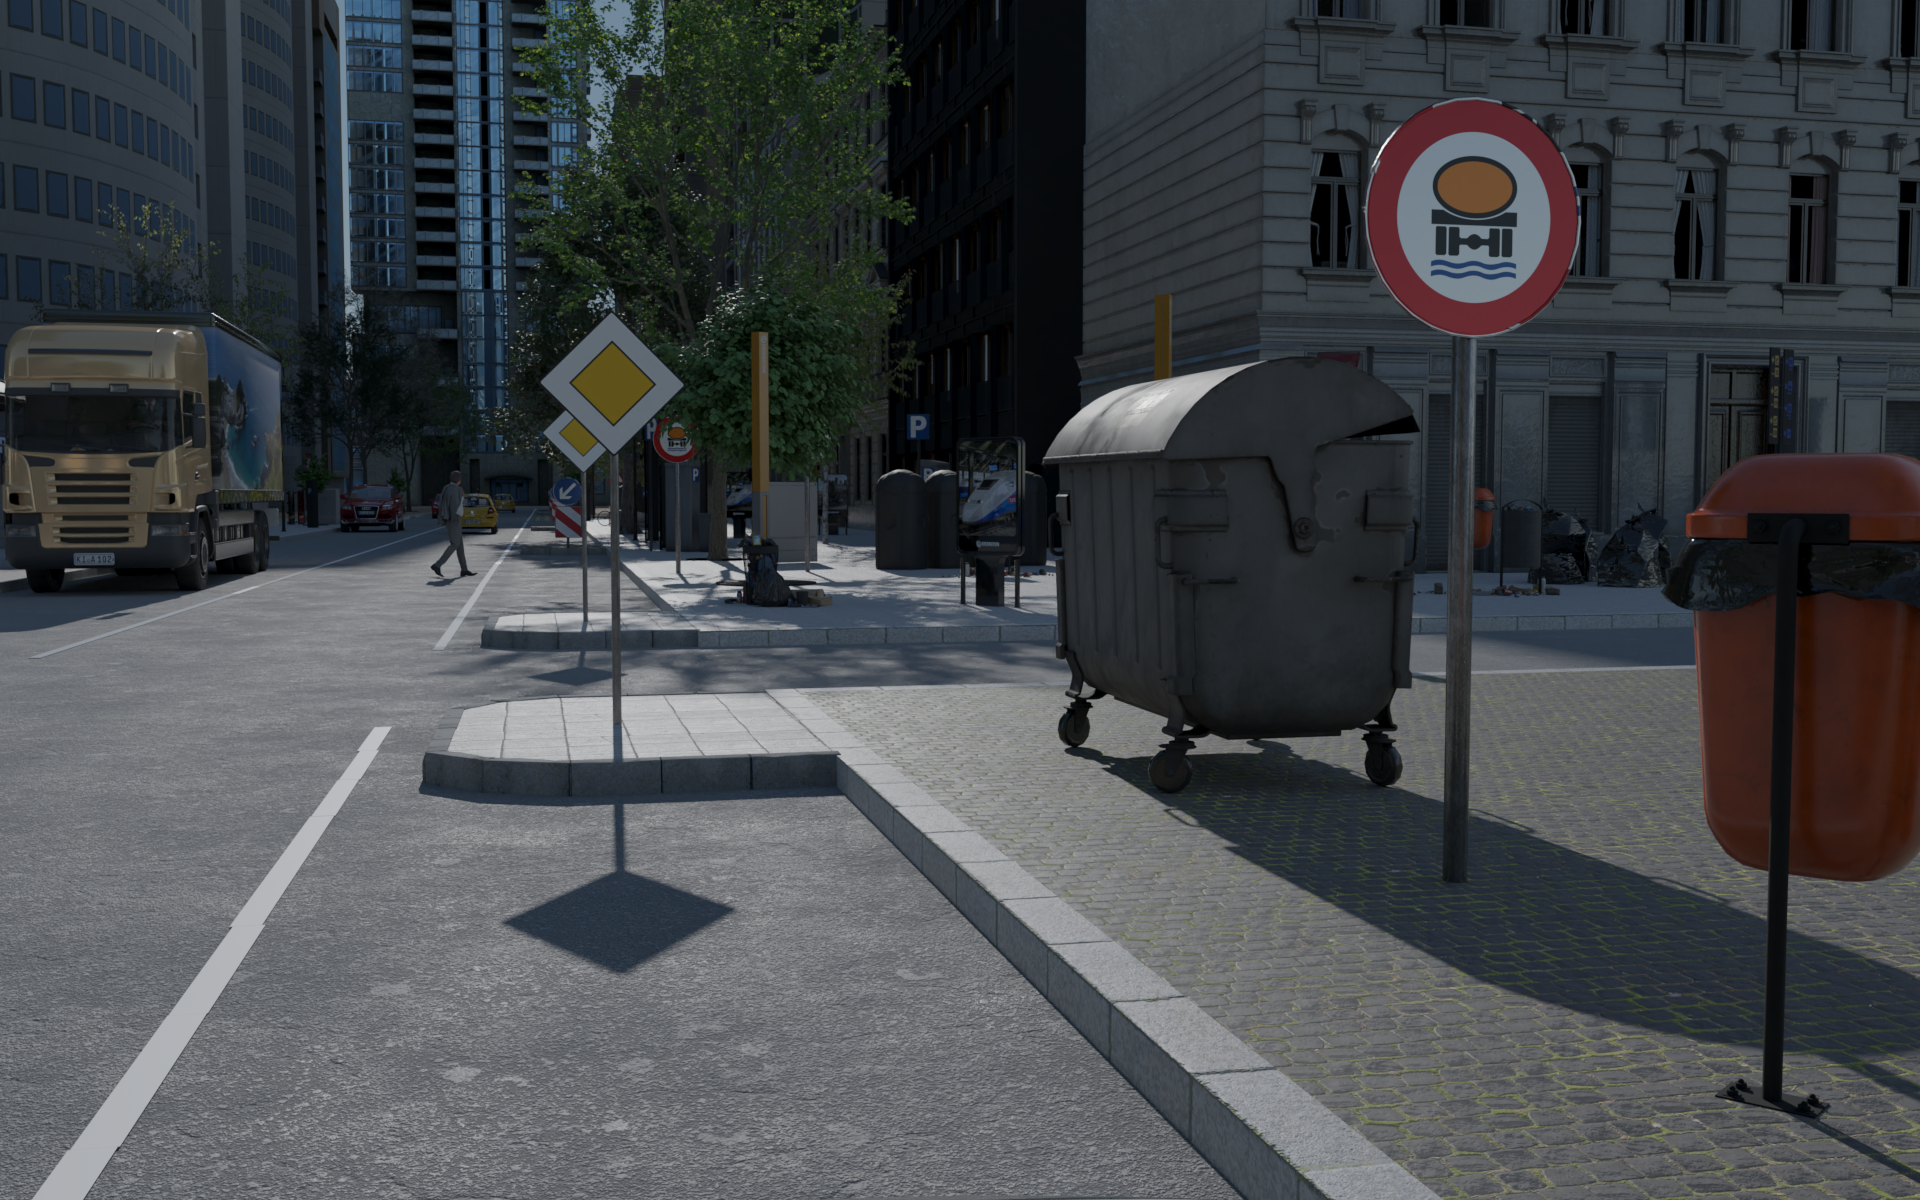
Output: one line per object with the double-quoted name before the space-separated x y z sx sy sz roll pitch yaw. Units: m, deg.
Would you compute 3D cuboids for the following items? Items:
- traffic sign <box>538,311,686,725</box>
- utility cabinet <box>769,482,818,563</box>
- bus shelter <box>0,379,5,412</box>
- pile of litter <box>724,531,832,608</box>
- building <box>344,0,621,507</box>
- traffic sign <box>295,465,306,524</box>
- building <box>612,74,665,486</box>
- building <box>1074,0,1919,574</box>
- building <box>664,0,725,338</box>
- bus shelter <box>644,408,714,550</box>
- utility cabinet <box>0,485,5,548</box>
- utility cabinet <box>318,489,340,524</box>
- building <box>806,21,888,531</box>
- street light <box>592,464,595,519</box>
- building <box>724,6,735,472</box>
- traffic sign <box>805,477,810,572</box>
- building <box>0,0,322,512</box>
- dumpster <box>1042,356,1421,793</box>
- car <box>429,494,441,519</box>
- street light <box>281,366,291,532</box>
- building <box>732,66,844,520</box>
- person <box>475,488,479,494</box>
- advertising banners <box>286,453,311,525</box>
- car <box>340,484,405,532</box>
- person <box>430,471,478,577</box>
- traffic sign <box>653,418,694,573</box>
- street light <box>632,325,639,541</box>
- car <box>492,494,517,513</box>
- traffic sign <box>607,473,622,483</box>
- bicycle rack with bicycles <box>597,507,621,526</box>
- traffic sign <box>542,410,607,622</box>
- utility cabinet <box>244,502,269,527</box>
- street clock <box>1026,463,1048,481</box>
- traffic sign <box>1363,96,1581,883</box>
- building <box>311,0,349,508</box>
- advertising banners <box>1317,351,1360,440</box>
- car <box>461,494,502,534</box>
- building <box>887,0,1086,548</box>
"traffic sign" -1.914 -0.364 9.591 0.795 2.450 0.064 -1 4 -13
"utility cabinet" -3.202 -1.427 32.018 1.173 1.500 0.318 -3 5 -41
"bus shelter" -16.177 -2.026 27.055 2.014 3.302 5.546 -1 4 -13
"pile of litter" -2.133 -0.385 20.253 1.176 0.858 1.719 -1 4 -19
"building" -53.319 -53.480 187.064 31.000 86.520 22.319 -1 4 -13
"traffic sign" -28.443 -4.588 75.119 0.768 2.556 0.104 0 4 -6
"building" -30.401 -32.999 189.647 14.200 45.320 14.600 -1 4 -13
"building" 12.218 -11.249 33.067 18.267 20.994 9.793 -1 4 -13
"building" -11.511 -31.299 135.440 21.300 48.544 21.600 -1 4 -13
"bus shelter" -7.114 -3.145 42.700 1.731 3.624 6.357 -1 4 -13
"utility cabinet" -22.331 -1.959 40.701 1.173 1.500 0.318 2 4 27
"utility cabinet" -26.458 -3.888 72.247 1.173 1.500 0.318 1 4 16
"building" 0.150 -12.337 66.342 10.561 19.102 19.286 -1 4 -13
"street light" -19.187 -7.202 90.547 0.468 5.910 1.993 -1 4 -13
"building" -6.515 -41.314 113.729 20.563 71.187 20.611 -1 4 -13
"traffic sign" -2.520 -1.741 28.572 0.768 2.556 0.104 -1 4 -13
"building" -58.058 -35.420 121.113 21.231 58.520 28.212 -1 4 -13
"dumpster" 1.237 -0.147 8.167 1.264 1.857 1.865 -1 4 -14
"car" -30.166 -5.690 102.077 2.155 1.783 4.494 -1 4 -15
"street light" -23.115 -5.274 59.025 0.468 5.910 1.993 -1 4 -13
"building" -5.275 -14.419 84.897 9.793 20.994 18.267 -1 4 -13
"person" -32.519 -6.618 116.788 0.705 1.814 1.350 1 4 9
"advertising banners" -27.917 -4.714 73.270 0.090 3.025 2.074 1 4 9
"car" -22.529 -3.539 66.538 2.281 1.827 5.304 -1 4 -13
"person" -8.778 -1.312 30.045 0.850 1.850 0.679 -2 4 -33
"traffic sign" -4.584 -1.713 28.122 0.768 2.556 0.104 0 4 -4
"street light" -8.933 -4.570 47.514 0.468 5.910 1.993 -1 4 -13
"car" -34.716 -7.431 131.728 2.015 1.641 3.980 -1 4 -13
"traffic sign" -17.046 -5.253 85.883 0.884 2.594 0.081 -1 4 -12
"bicycle rack with bicycles" -13.176 -3.502 70.640 2.925 0.926 2.852 0 4 -4
"traffic sign" -3.770 -0.839 17.358 0.795 2.450 0.064 -1 4 -13
"utility cabinet" -23.868 -2.911 58.749 0.306 1.237 1.020 1 4 9
"street clock" 1.800 -2.203 40.584 0.471 2.002 0.358 1 4 19
"traffic sign" 1.644 -0.340 5.672 0.768 2.556 0.104 -1 4 -13
"building" -59.161 -30.153 143.106 14.200 45.320 14.600 -1 4 -13
"advertising banners" 3.887 -1.546 21.469 2.074 3.025 0.090 0 4 8
"car" -17.832 -3.259 63.501 2.015 1.641 3.980 -1 4 -14
"building" 5.486 -13.443 49.463 12.332 23.373 15.834 -1 4 -13
